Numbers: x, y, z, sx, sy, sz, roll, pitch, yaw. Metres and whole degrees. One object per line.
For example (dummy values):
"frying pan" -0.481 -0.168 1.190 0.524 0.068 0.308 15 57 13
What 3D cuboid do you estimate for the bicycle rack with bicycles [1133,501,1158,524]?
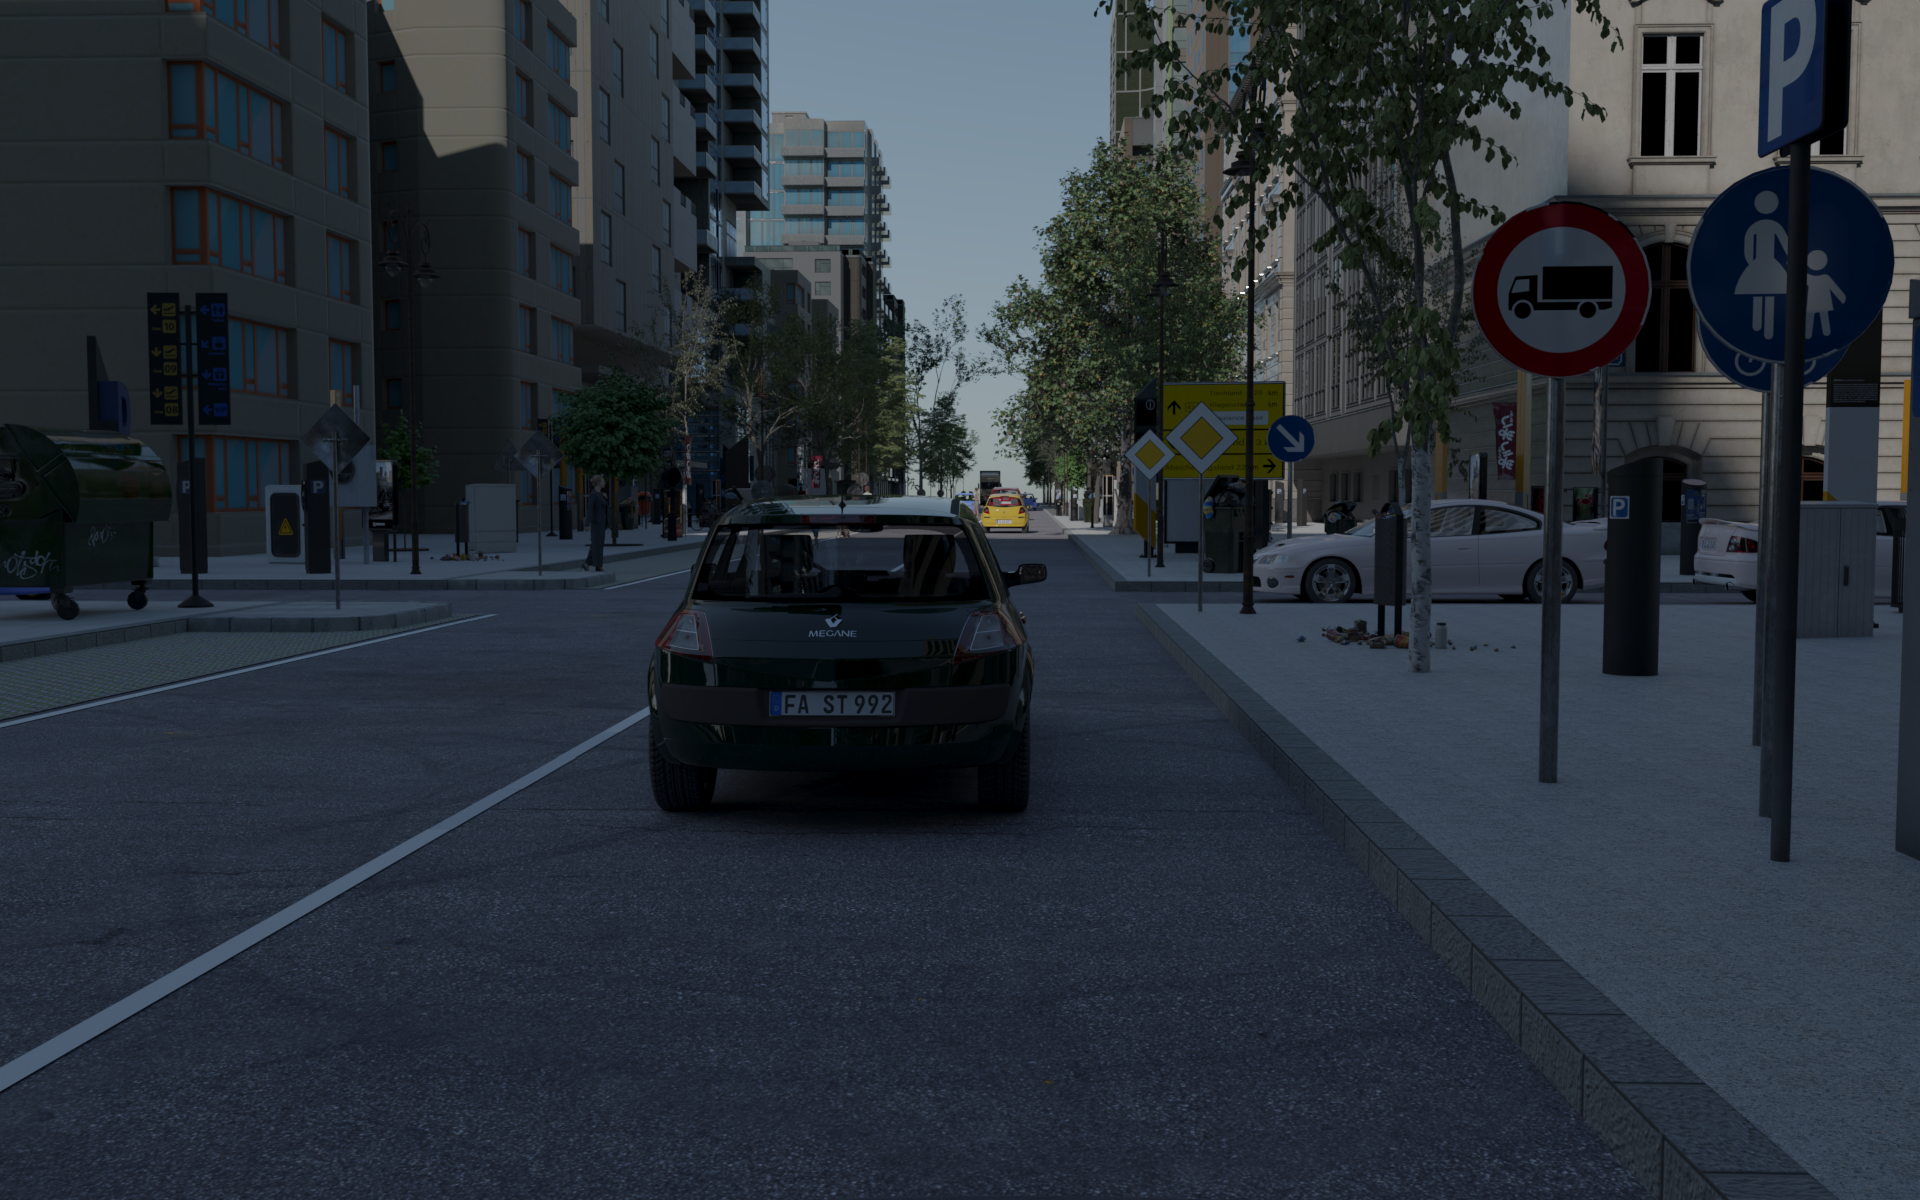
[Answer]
"bicycle rack with bicycles" 8.848 -3.678 73.519 2.925 0.926 2.852 -3 4 -36

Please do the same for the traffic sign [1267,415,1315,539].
"traffic sign" 5.330 -1.704 27.969 0.768 2.556 0.104 0 4 5

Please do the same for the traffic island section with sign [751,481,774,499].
"traffic island section with sign" -5.724 -2.535 50.071 1.989 1.847 2.006 0 4 2

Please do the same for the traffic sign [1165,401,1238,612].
"traffic sign" 2.616 -0.929 18.826 0.795 2.450 0.064 0 4 2

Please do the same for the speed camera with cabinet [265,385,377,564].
"speed camera with cabinet" -11.703 -2.283 31.669 2.038 3.252 0.660 1 4 18

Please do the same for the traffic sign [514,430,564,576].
"traffic sign" -6.605 -1.441 27.200 0.795 2.450 0.064 0 4 2

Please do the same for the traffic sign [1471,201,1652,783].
"traffic sign" 2.622 -0.461 7.644 0.768 2.556 0.104 0 4 5

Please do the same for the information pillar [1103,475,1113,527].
"information pillar" 5.764 -3.853 67.487 0.304 2.012 0.304 -2 4 -25

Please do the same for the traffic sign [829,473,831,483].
"traffic sign" -7.631 -5.967 97.671 0.768 2.556 0.104 0 4 3

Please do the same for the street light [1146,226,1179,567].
"street light" 3.506 -3.509 30.161 0.468 5.910 1.993 0 4 2

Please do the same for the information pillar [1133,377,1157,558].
"information pillar" 3.722 -2.652 34.712 0.504 3.616 0.183 -2 4 -24

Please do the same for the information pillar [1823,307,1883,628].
"information pillar" 8.540 -1.541 16.555 0.504 3.616 0.183 0 4 2

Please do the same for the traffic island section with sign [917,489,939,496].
"traffic island section with sign" -2.753 -7.163 125.736 1.989 1.847 2.006 0 4 2

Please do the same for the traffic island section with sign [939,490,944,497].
"traffic island section with sign" -1.655 -8.862 153.519 1.989 1.847 2.006 0 4 2

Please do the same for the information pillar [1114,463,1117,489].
"information pillar" 9.030 -6.762 101.921 0.183 3.616 0.504 -2 4 -33

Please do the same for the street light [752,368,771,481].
"street light" -7.257 -5.552 63.556 0.468 5.910 1.993 0 4 2

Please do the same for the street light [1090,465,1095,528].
"street light" 5.008 -5.662 65.368 0.468 5.910 1.993 0 4 2

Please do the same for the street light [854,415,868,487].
"street light" -5.786 -7.744 99.401 0.468 5.910 1.993 0 4 2

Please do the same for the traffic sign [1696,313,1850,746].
"traffic sign" 4.089 -0.530 8.766 0.768 2.556 0.104 0 4 6

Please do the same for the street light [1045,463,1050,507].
"street light" 9.286 -12.550 177.984 0.468 5.910 1.993 0 4 2

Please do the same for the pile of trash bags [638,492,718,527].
"pile of trash bags" -10.928 -3.520 67.312 3.447 1.369 1.912 0 4 7

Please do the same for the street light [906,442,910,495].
"street light" -4.214 -10.207 139.673 0.468 5.910 1.993 0 4 2

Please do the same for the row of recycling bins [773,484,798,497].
"row of recycling bins" -7.233 -3.939 71.516 1.069 1.692 3.534 0 4 -2

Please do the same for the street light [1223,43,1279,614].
"street light" 3.090 -2.790 18.407 0.468 5.910 1.993 0 4 2

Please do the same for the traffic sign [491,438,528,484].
"traffic sign" -10.352 -2.433 39.791 0.884 2.594 0.081 1 4 8

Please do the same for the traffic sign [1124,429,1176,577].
"traffic sign" 2.931 -1.417 26.805 0.795 2.450 0.064 0 4 2

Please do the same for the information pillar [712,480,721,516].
"information pillar" -12.578 -5.196 89.439 0.304 2.012 0.304 3 5 39

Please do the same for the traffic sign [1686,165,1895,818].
"traffic sign" 3.224 -0.410 6.815 0.768 2.556 0.104 0 4 7

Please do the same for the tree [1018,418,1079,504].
"tree" 12.590 -19.410 243.104 9.928 11.665 9.643 0 3 0

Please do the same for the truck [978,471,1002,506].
"truck" 3.646 -13.464 209.056 2.839 4.237 11.283 0 4 2

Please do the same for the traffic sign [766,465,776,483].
"traffic sign" -8.541 -4.698 76.916 0.768 2.556 0.104 0 4 6

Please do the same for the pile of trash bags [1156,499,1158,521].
"pile of trash bags" 9.210 -4.560 84.302 3.447 1.369 1.912 0 4 7

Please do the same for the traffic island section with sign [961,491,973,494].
"traffic island section with sign" 1.561 -13.858 235.213 1.989 1.847 2.006 0 4 2

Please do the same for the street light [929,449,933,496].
"street light" -2.946 -12.344 174.611 0.468 5.910 1.993 0 4 2

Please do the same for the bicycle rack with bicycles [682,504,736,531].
"bicycle rack with bicycles" -8.248 -2.871 60.322 2.925 0.926 2.852 -3 5 -44

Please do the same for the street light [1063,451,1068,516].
"street light" 6.500 -8.256 107.772 0.468 5.910 1.993 0 4 2

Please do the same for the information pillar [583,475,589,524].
"information pillar" -13.452 -3.511 61.903 0.304 2.012 0.304 1 4 9

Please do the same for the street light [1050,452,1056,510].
"street light" 7.863 -10.393 142.706 0.468 5.910 1.993 0 4 2

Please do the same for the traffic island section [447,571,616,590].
"traffic island section" -6.629 -0.305 27.263 2.009 0.180 2.903 0 4 2

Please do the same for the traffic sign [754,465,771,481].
"traffic sign" -8.728 -4.675 76.548 0.768 2.556 0.104 1 4 9

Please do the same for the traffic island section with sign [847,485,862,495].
"traffic island section with sign" -4.674 -4.187 77.085 1.989 1.847 2.006 0 4 2

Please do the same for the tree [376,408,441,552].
"tree" -12.625 -2.711 38.927 1.663 3.219 1.824 0 3 0

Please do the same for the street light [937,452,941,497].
"street light" -2.295 -13.125 187.386 0.468 5.910 1.993 0 4 2

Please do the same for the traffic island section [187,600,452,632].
"traffic island section" -6.944 0.183 19.284 2.009 0.180 2.903 0 4 2

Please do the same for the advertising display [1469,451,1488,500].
"advertising display" 7.946 -1.308 26.607 0.123 1.923 0.974 0 4 7

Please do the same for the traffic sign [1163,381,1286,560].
"traffic sign" 4.746 -2.297 31.433 2.265 3.308 0.079 1 4 12

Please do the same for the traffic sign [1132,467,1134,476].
"traffic sign" 7.108 -4.131 67.654 0.768 2.556 0.104 1 4 9

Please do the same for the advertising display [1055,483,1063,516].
"advertising display" 5.773 -5.845 100.784 0.123 1.923 0.974 -1 4 -16

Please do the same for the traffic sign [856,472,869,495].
"traffic sign" -5.755 -6.239 102.118 0.768 2.556 0.104 0 4 7

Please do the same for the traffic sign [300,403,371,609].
"traffic sign" -6.920 -0.953 19.221 0.795 2.450 0.064 0 4 2

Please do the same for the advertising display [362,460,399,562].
"advertising display" -11.010 -1.692 32.875 0.974 1.923 0.123 2 4 35

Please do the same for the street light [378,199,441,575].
"street light" -8.704 -3.348 27.522 0.468 5.910 1.993 0 4 2
